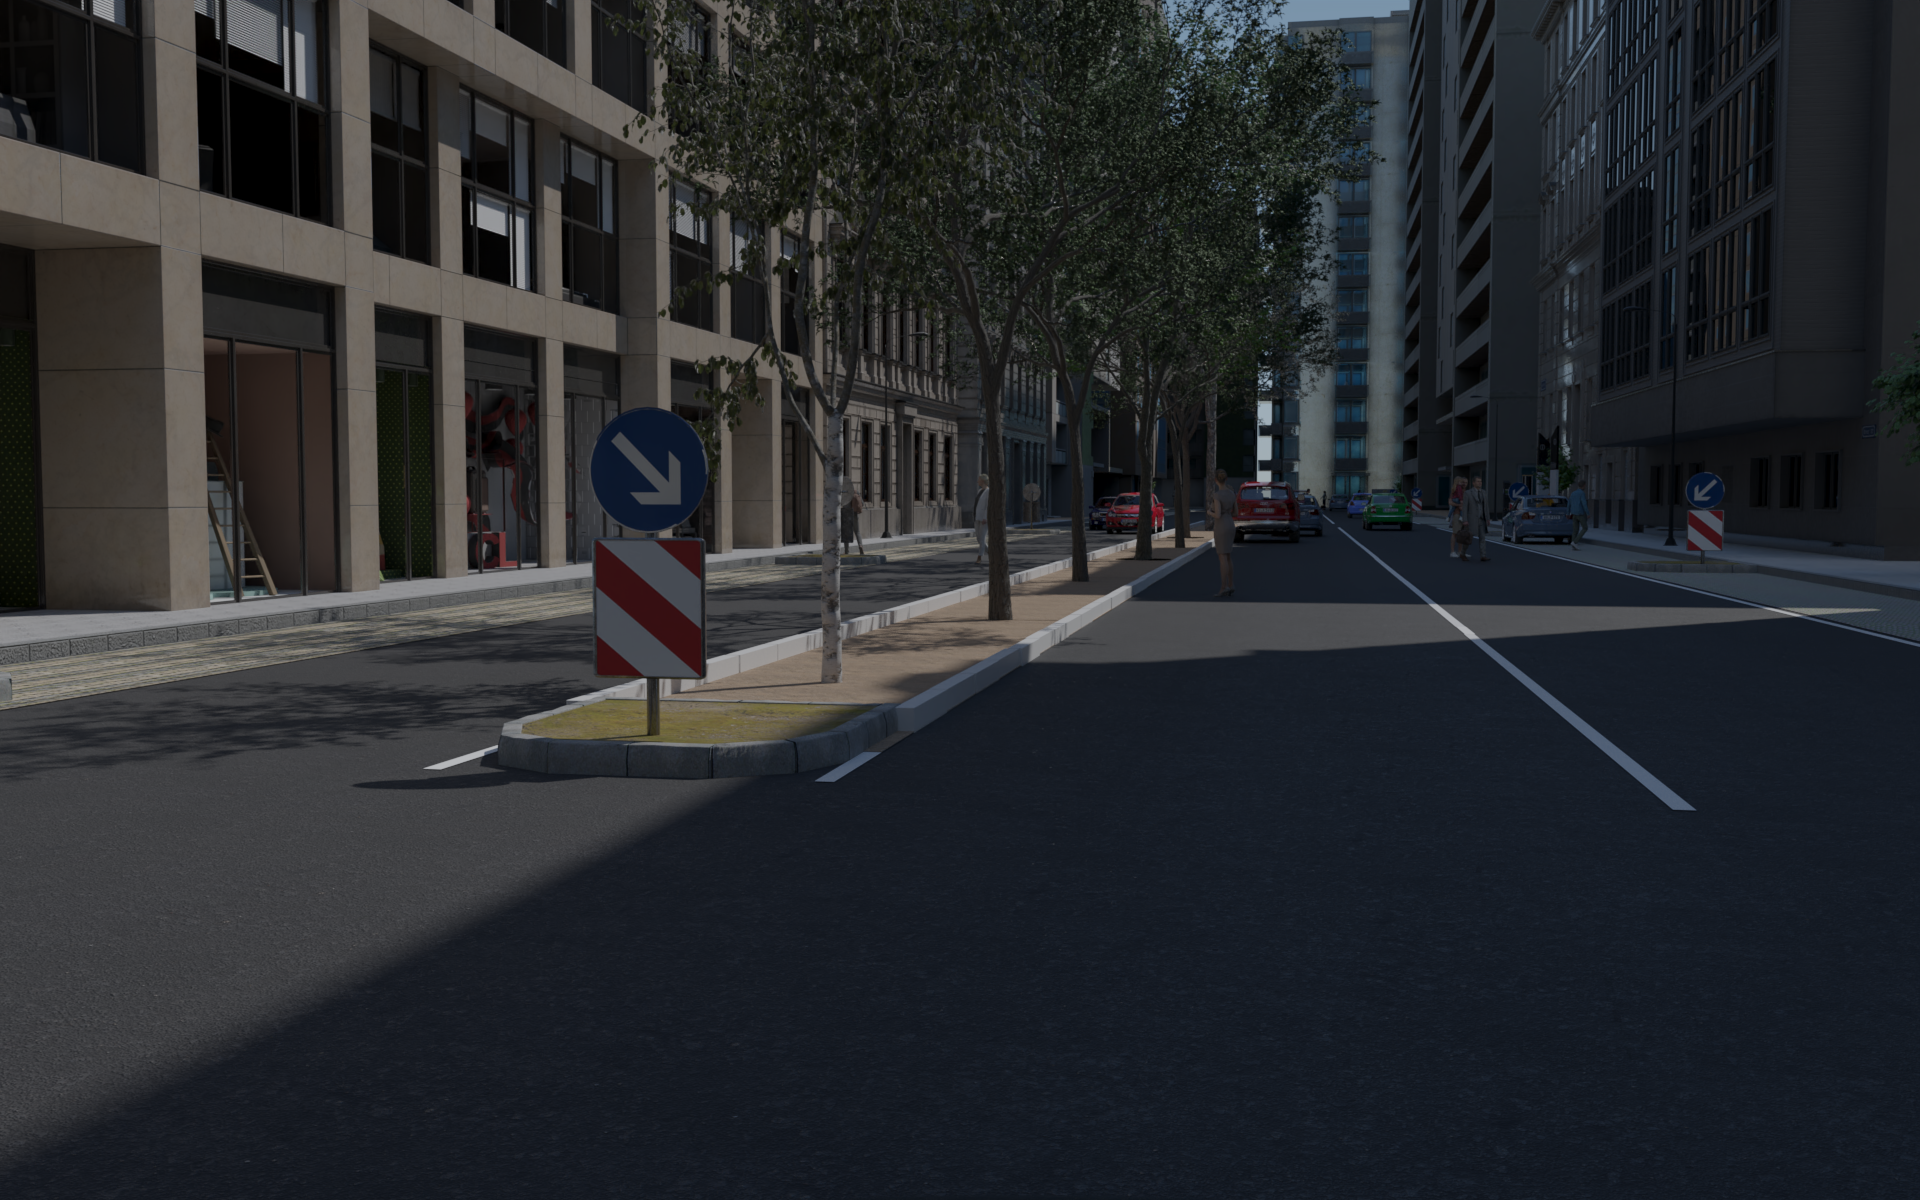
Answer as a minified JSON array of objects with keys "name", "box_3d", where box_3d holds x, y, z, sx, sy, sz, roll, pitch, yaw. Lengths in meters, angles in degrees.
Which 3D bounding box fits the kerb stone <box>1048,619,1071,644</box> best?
[{"name":"kerb stone","box_3d":[0.939,0.322,16.930,0.120,0.150,1.000,1,4,11]}]

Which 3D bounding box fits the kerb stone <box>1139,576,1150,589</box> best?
[{"name":"kerb stone","box_3d":[2.706,-0.228,25.994,0.120,0.150,1.000,1,4,11]}]

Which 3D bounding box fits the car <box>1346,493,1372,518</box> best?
[{"name":"car","box_3d":[24.062,-5.747,103.552,1.945,1.707,3.694,1,4,11]}]

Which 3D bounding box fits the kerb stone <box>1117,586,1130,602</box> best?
[{"name":"kerb stone","box_3d":[2.111,-0.048,22.981,0.120,0.150,1.000,1,4,11]}]

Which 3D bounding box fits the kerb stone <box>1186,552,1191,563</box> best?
[{"name":"kerb stone","box_3d":[4.659,-0.846,36.033,0.120,0.150,1.000,1,4,11]}]

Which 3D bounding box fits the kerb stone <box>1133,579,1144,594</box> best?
[{"name":"kerb stone","box_3d":[2.509,-0.169,24.991,0.120,0.150,1.000,1,4,11]}]

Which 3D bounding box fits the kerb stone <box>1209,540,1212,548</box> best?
[{"name":"kerb stone","box_3d":[6.417,-1.401,45.103,0.120,0.150,1.000,1,4,11]}]

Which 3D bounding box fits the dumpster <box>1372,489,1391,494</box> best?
[{"name":"dumpster","box_3d":[35.393,-8.370,145.064,1.865,1.857,1.264,1,4,10]}]

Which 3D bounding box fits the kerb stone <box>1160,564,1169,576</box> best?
[{"name":"kerb stone","box_3d":[3.485,-0.478,30.009,0.120,0.150,1.000,1,4,11]}]

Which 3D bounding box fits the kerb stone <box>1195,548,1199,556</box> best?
[{"name":"kerb stone","box_3d":[5.248,-1.028,39.059,0.120,0.150,1.000,1,4,11]}]

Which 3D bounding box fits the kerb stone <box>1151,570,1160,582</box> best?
[{"name":"kerb stone","box_3d":[3.088,-0.355,28.003,0.120,0.150,1.000,1,4,11]}]

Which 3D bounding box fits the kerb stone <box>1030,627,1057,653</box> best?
[{"name":"kerb stone","box_3d":[0.738,0.384,15.919,0.120,0.150,1.000,1,4,11]}]

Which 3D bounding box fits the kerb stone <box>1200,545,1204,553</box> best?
[{"name":"kerb stone","box_3d":[5.641,-1.154,41.070,0.120,0.150,1.000,1,4,11]}]

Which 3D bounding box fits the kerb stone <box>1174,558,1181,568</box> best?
[{"name":"kerb stone","box_3d":[4.075,-0.662,33.022,0.120,0.150,1.000,1,4,11]}]

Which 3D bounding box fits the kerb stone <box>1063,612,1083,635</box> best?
[{"name":"kerb stone","box_3d":[1.131,0.263,17.937,0.120,0.150,1.000,1,4,11]}]

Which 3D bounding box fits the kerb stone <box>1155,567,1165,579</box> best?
[{"name":"kerb stone","box_3d":[3.286,-0.416,29.006,0.120,0.150,1.000,1,4,11]}]

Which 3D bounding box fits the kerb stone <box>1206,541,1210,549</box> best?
[{"name":"kerb stone","box_3d":[6.224,-1.340,44.099,0.120,0.150,1.000,1,4,11]}]

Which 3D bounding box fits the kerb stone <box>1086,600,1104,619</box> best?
[{"name":"kerb stone","box_3d":[1.519,0.137,19.958,0.120,0.150,1.000,1,4,11]}]

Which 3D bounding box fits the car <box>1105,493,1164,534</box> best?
[{"name":"car","box_3d":[6.417,-3.317,63.277,2.155,1.783,4.494,1,4,12]}]

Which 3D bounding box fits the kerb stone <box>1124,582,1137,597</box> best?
[{"name":"kerb stone","box_3d":[2.307,-0.109,23.985,0.120,0.150,1.000,1,4,11]}]

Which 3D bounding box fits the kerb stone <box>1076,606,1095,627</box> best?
[{"name":"kerb stone","box_3d":[1.328,0.199,18.940,0.120,0.150,1.000,1,4,11]}]

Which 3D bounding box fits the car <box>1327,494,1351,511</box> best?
[{"name":"car","box_3d":[31.673,-8.102,144.467,2.014,1.417,4.499,1,4,12]}]

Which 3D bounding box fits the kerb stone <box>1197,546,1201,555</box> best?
[{"name":"kerb stone","box_3d":[5.438,-1.093,40.068,0.120,0.150,1.000,1,4,11]}]

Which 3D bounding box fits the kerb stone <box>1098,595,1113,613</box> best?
[{"name":"kerb stone","box_3d":[1.714,0.075,20.965,0.120,0.150,1.000,1,4,11]}]

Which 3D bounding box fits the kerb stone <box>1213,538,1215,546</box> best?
[{"name":"kerb stone","box_3d":[6.824,-1.521,47.122,0.120,0.150,1.000,1,4,11]}]

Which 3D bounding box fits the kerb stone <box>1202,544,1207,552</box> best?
[{"name":"kerb stone","box_3d":[5.845,-1.216,42.079,0.120,0.150,1.000,1,4,11]}]

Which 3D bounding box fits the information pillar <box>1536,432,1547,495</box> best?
[{"name":"information pillar","box_3d":[22.159,-4.554,65.817,0.504,3.616,0.183,-1,4,-15]}]

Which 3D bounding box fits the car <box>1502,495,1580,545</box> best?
[{"name":"car","box_3d":[16.828,-2.340,50.261,2.014,1.417,4.499,1,4,11]}]

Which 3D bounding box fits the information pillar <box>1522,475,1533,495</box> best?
[{"name":"information pillar","box_3d":[21.952,-3.826,67.053,0.304,2.012,0.304,0,4,-3]}]

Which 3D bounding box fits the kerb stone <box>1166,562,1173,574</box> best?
[{"name":"kerb stone","box_3d":[3.677,-0.539,31.013,0.120,0.150,1.000,1,4,11]}]

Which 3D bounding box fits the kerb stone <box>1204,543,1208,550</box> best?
[{"name":"kerb stone","box_3d":[6.032,-1.278,43.084,0.120,0.150,1.000,1,4,11]}]

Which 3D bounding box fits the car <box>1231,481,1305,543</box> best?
[{"name":"car","box_3d":[9.279,-2.679,52.476,2.281,1.827,5.304,1,4,11]}]

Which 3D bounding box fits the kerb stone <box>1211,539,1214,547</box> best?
[{"name":"kerb stone","box_3d":[6.616,-1.462,46.121,0.120,0.150,1.000,1,4,11]}]

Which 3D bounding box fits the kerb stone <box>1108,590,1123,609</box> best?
[{"name":"kerb stone","box_3d":[1.920,0.014,21.966,0.120,0.150,1.000,1,4,11]}]

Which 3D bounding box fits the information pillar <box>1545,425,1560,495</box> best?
[{"name":"information pillar","box_3d":[20.339,-4.153,59.263,0.183,3.616,0.504,0,4,-6]}]

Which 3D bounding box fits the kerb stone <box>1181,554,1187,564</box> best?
[{"name":"kerb stone","box_3d":[4.455,-0.785,35.031,0.120,0.150,1.000,1,4,11]}]

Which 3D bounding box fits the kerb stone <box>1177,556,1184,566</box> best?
[{"name":"kerb stone","box_3d":[4.267,-0.724,34.026,0.120,0.150,1.000,1,4,11]}]

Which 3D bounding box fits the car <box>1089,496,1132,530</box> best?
[{"name":"car","box_3d":[6.257,-3.536,70.388,1.945,1.354,3.894,1,4,11]}]

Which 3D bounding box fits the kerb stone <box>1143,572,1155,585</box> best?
[{"name":"kerb stone","box_3d":[2.892,-0.294,26.999,0.120,0.150,1.000,1,4,11]}]

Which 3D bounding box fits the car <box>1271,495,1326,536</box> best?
[{"name":"car","box_3d":[11.672,-2.936,60.011,2.014,1.417,4.499,1,4,11]}]

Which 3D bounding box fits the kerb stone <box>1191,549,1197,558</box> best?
[{"name":"kerb stone","box_3d":[5.055,-0.967,38.049,0.120,0.150,1.000,1,4,11]}]

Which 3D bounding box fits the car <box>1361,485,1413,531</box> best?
[{"name":"car","box_3d":[17.078,-3.699,69.277,1.959,1.807,4.718,1,4,10]}]

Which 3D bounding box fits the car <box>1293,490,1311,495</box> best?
[{"name":"car","box_3d":[29.260,-8.628,149.740,2.281,1.827,5.304,1,4,9]}]

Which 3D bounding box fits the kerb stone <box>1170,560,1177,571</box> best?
[{"name":"kerb stone","box_3d":[3.874,-0.601,32.019,0.120,0.150,1.000,1,4,11]}]

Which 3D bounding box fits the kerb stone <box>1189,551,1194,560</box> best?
[{"name":"kerb stone","box_3d":[4.860,-0.905,37.045,0.120,0.150,1.000,1,4,11]}]

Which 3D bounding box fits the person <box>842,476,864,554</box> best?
[{"name":"person","box_3d":[-2.496,-1.877,39.147,0.622,1.834,0.822,-1,4,-21]}]
